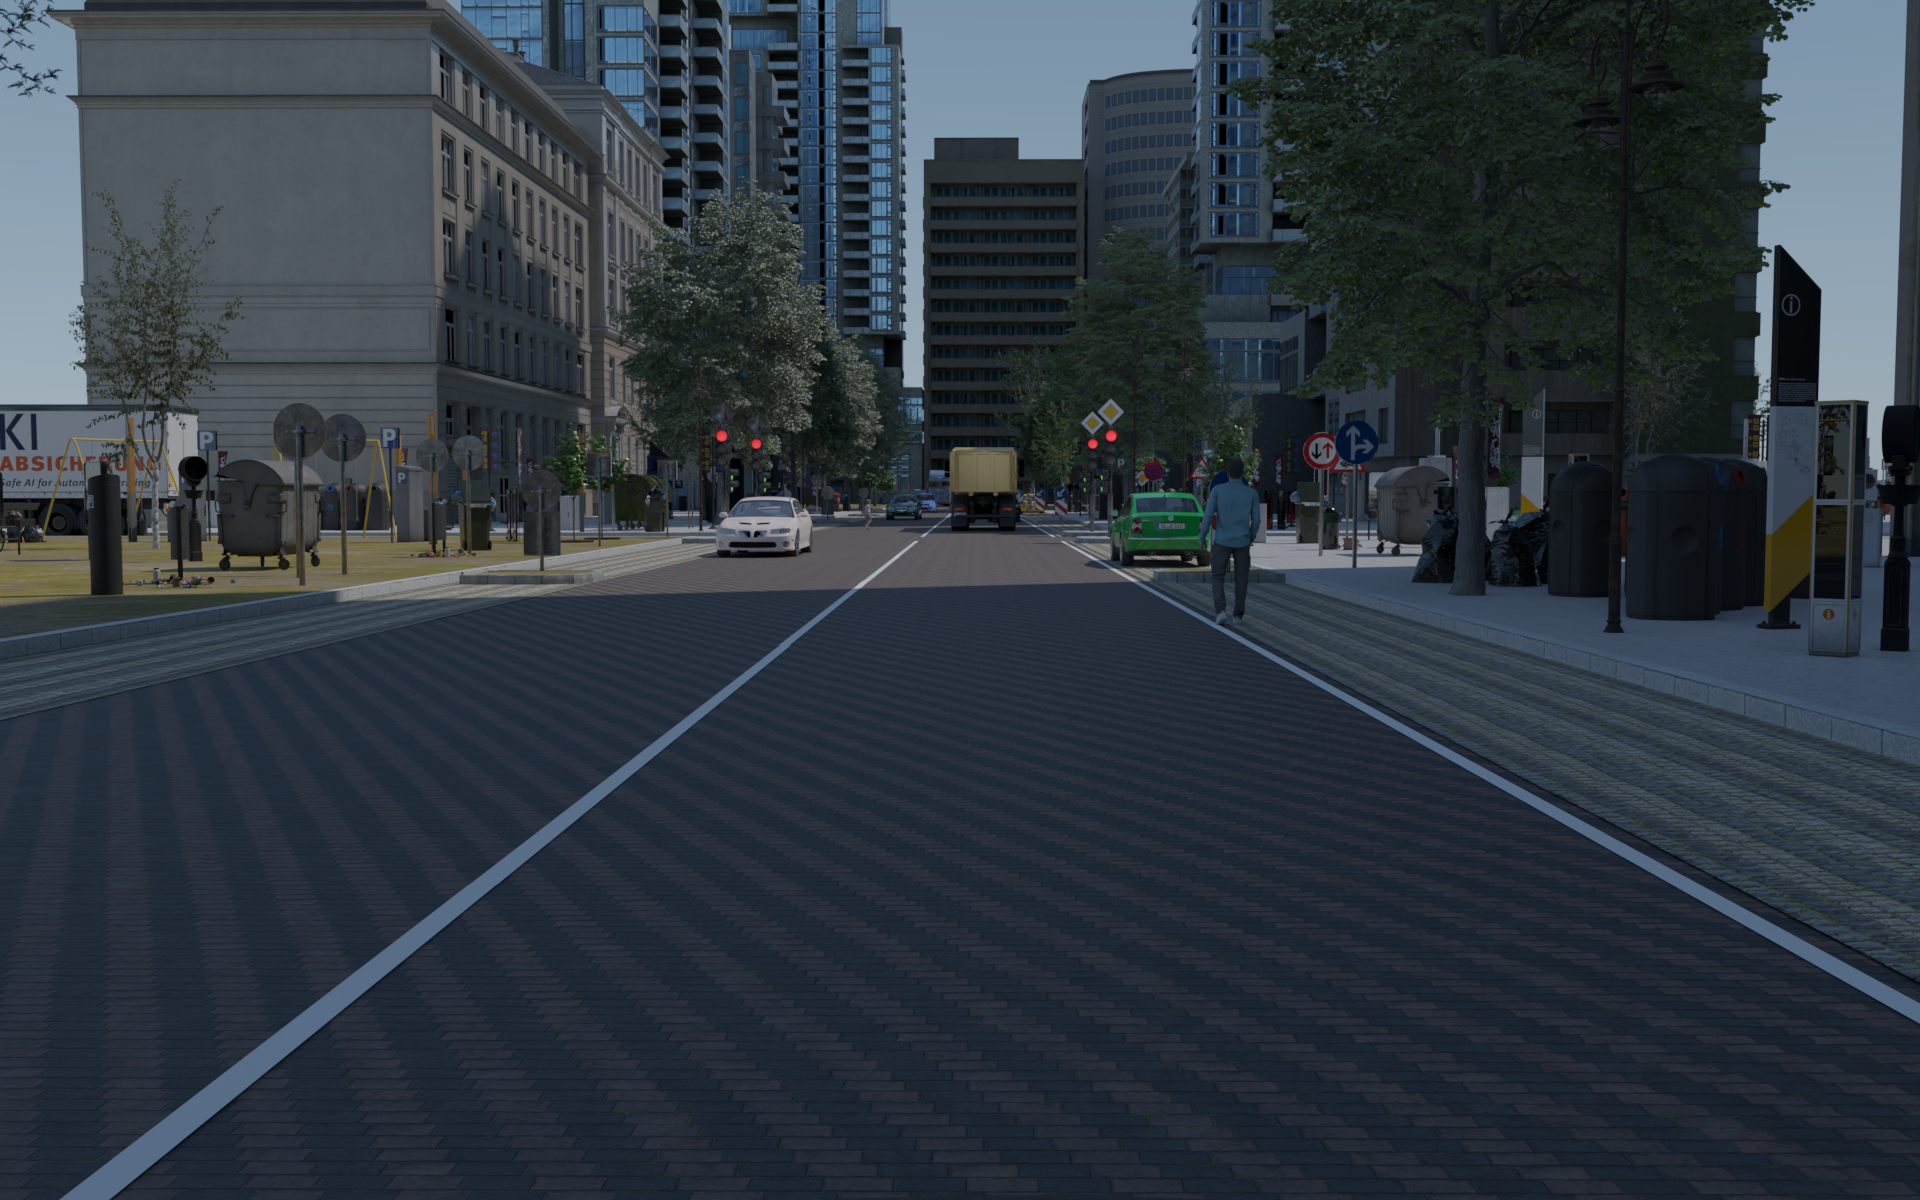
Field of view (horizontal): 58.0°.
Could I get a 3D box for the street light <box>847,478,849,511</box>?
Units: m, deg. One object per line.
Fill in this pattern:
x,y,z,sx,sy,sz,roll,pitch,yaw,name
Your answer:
-8.265,-9.472,127.650,0.468,5.910,1.993,0,4,1,street light

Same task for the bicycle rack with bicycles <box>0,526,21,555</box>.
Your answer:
-20.811,-1.344,35.350,2.852,0.926,2.925,0,4,4,bicycle rack with bicycles

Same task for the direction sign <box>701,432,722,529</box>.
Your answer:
-9.032,-4.363,63.328,0.876,3.537,0.379,-1,4,-15,direction sign

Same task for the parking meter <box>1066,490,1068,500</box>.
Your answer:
8.205,-7.730,132.096,0.255,1.863,0.399,1,4,9,parking meter

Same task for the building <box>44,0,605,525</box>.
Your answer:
-28.584,-15.399,85.050,16.112,22.955,30.059,0,4,1,building

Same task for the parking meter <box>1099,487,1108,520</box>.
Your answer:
7.125,-4.917,86.104,0.399,1.863,0.255,3,5,45,parking meter

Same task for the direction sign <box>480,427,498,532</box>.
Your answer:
-16.121,-4.118,59.328,0.379,3.537,0.876,1,4,22,direction sign

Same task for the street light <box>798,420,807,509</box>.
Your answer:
-8.493,-7.397,93.723,0.468,5.910,1.993,0,4,1,street light

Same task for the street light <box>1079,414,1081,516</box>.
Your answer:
6.929,-7.757,99.614,0.468,5.910,1.993,0,4,1,street light

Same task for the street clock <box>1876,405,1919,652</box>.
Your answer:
7.658,-0.585,14.130,0.358,2.002,0.471,3,4,37,street clock

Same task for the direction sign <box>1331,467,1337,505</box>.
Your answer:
16.101,-5.050,74.568,0.379,3.537,0.876,0,4,-4,direction sign

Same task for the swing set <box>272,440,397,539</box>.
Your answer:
-18.010,-3.148,49.093,3.119,2.851,2.862,-3,4,-37,swing set

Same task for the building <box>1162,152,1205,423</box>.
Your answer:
35.266,-30.258,186.604,32.217,40.220,23.993,0,4,1,building

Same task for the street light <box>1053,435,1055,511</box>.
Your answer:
7.300,-9.840,133.672,0.468,5.910,1.993,0,4,1,street light

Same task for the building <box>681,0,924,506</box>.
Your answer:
-20.457,-56.599,238.072,31.000,86.520,22.319,0,4,1,building

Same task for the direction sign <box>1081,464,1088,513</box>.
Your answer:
8.780,-7.816,119.781,0.876,3.537,0.379,2,4,32,direction sign

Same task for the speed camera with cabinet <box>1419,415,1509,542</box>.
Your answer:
12.178,-2.908,41.876,2.038,3.252,0.660,0,4,2,speed camera with cabinet

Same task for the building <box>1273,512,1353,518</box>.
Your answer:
29.986,-48.428,104.461,22.319,86.520,31.000,0,4,1,building

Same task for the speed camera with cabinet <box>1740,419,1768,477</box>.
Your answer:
20.330,-3.103,45.071,2.038,3.252,0.660,-3,5,-44,speed camera with cabinet

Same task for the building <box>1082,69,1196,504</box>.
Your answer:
31.247,-42.561,237.873,28.212,58.520,21.231,0,4,1,building

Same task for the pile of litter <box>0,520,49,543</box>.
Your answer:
-25.034,-1.941,45.696,1.719,0.858,1.176,-1,4,-22,pile of litter

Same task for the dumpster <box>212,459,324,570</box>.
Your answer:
-11.893,-1.472,29.827,1.264,1.857,1.865,0,4,1,dumpster

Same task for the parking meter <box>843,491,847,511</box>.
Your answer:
-8.752,-7.548,131.817,0.372,1.533,0.369,0,3,0,parking meter

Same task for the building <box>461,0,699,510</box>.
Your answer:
-30.778,-51.133,148.697,22.319,86.520,31.000,0,4,1,building

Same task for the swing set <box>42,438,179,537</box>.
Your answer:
-24.052,-3.184,49.674,2.862,2.851,3.119,2,4,26,swing set

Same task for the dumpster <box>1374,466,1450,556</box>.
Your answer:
9.565,-1.886,36.592,1.264,1.857,1.865,0,4,1,dumpster

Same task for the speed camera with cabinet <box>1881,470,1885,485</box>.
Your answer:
60.378,-7.362,114.706,0.660,3.252,2.038,-2,4,-23,speed camera with cabinet

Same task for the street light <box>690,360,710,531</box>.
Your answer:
-8.971,-5.322,59.798,0.468,5.910,1.993,0,4,1,street light

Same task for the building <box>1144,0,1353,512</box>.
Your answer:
29.641,-51.667,157.419,22.319,86.520,31.000,0,4,1,building

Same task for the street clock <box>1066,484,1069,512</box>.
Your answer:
7.682,-7.123,121.027,0.471,2.002,0.358,-1,4,-8,street clock

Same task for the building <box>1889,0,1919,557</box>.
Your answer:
29.975,-24.493,24.159,21.300,48.544,21.600,0,4,1,building

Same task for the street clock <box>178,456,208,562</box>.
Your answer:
-14.555,-1.734,32.919,0.358,2.002,0.471,3,5,39,street clock

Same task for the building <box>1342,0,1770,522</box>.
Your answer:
24.915,-18.564,75.217,14.107,30.474,14.160,0,4,1,building

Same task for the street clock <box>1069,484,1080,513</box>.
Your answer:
7.998,-7.004,119.084,0.471,2.002,0.358,-2,4,-33,street clock

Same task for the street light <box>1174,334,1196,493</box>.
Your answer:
6.486,-4.729,50.114,0.468,5.910,1.993,0,4,1,street light

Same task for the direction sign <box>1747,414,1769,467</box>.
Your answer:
22.844,-3.507,49.330,0.876,3.537,0.379,0,4,4,direction sign

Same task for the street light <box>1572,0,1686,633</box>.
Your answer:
6.060,-2.635,15.874,0.468,5.910,1.993,0,4,1,street light

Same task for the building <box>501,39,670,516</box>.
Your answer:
-26.702,-19.816,109.899,13.634,28.700,20.117,0,4,1,building

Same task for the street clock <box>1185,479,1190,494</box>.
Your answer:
10.675,-4.717,81.694,0.358,2.002,0.471,0,4,1,street clock

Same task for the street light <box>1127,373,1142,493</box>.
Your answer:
6.586,-5.663,65.377,0.468,5.910,1.993,0,4,1,street light

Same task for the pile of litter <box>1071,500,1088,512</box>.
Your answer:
8.343,-6.645,122.618,1.719,0.858,1.176,0,4,3,pile of litter

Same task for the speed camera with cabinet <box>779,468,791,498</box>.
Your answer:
-13.032,-8.008,125.260,0.660,3.252,2.038,2,4,32,speed camera with cabinet

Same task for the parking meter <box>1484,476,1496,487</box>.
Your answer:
15.702,-2.791,51.351,0.255,1.863,0.399,0,4,-4,parking meter

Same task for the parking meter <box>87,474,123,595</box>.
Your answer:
-10.881,-0.834,22.051,0.372,1.533,0.369,0,3,0,parking meter

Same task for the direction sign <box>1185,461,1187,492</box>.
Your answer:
14.177,-7.145,108.815,0.379,3.537,0.876,1,4,14,direction sign

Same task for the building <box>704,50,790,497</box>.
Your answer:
-34.105,-34.741,187.628,30.456,49.044,23.786,0,4,1,building

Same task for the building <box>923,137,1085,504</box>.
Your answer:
5.835,-37.590,238.290,21.600,48.544,21.300,0,4,1,building

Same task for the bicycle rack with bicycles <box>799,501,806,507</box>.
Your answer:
-12.371,-7.219,131.413,2.925,0.926,2.852,-3,5,-44,bicycle rack with bicycles

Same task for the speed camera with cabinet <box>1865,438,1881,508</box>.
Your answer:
31.140,-4.075,60.963,2.038,3.252,0.660,2,4,27,speed camera with cabinet

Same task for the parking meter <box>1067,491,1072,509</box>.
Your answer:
7.840,-7.052,123.709,0.372,1.533,0.369,0,3,0,parking meter

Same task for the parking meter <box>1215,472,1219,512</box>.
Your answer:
6.857,-2.462,45.959,0.255,1.863,0.399,1,4,13,parking meter

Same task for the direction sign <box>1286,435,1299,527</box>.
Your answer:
12.870,-4.596,67.149,0.379,3.537,0.876,-1,4,-21,direction sign
